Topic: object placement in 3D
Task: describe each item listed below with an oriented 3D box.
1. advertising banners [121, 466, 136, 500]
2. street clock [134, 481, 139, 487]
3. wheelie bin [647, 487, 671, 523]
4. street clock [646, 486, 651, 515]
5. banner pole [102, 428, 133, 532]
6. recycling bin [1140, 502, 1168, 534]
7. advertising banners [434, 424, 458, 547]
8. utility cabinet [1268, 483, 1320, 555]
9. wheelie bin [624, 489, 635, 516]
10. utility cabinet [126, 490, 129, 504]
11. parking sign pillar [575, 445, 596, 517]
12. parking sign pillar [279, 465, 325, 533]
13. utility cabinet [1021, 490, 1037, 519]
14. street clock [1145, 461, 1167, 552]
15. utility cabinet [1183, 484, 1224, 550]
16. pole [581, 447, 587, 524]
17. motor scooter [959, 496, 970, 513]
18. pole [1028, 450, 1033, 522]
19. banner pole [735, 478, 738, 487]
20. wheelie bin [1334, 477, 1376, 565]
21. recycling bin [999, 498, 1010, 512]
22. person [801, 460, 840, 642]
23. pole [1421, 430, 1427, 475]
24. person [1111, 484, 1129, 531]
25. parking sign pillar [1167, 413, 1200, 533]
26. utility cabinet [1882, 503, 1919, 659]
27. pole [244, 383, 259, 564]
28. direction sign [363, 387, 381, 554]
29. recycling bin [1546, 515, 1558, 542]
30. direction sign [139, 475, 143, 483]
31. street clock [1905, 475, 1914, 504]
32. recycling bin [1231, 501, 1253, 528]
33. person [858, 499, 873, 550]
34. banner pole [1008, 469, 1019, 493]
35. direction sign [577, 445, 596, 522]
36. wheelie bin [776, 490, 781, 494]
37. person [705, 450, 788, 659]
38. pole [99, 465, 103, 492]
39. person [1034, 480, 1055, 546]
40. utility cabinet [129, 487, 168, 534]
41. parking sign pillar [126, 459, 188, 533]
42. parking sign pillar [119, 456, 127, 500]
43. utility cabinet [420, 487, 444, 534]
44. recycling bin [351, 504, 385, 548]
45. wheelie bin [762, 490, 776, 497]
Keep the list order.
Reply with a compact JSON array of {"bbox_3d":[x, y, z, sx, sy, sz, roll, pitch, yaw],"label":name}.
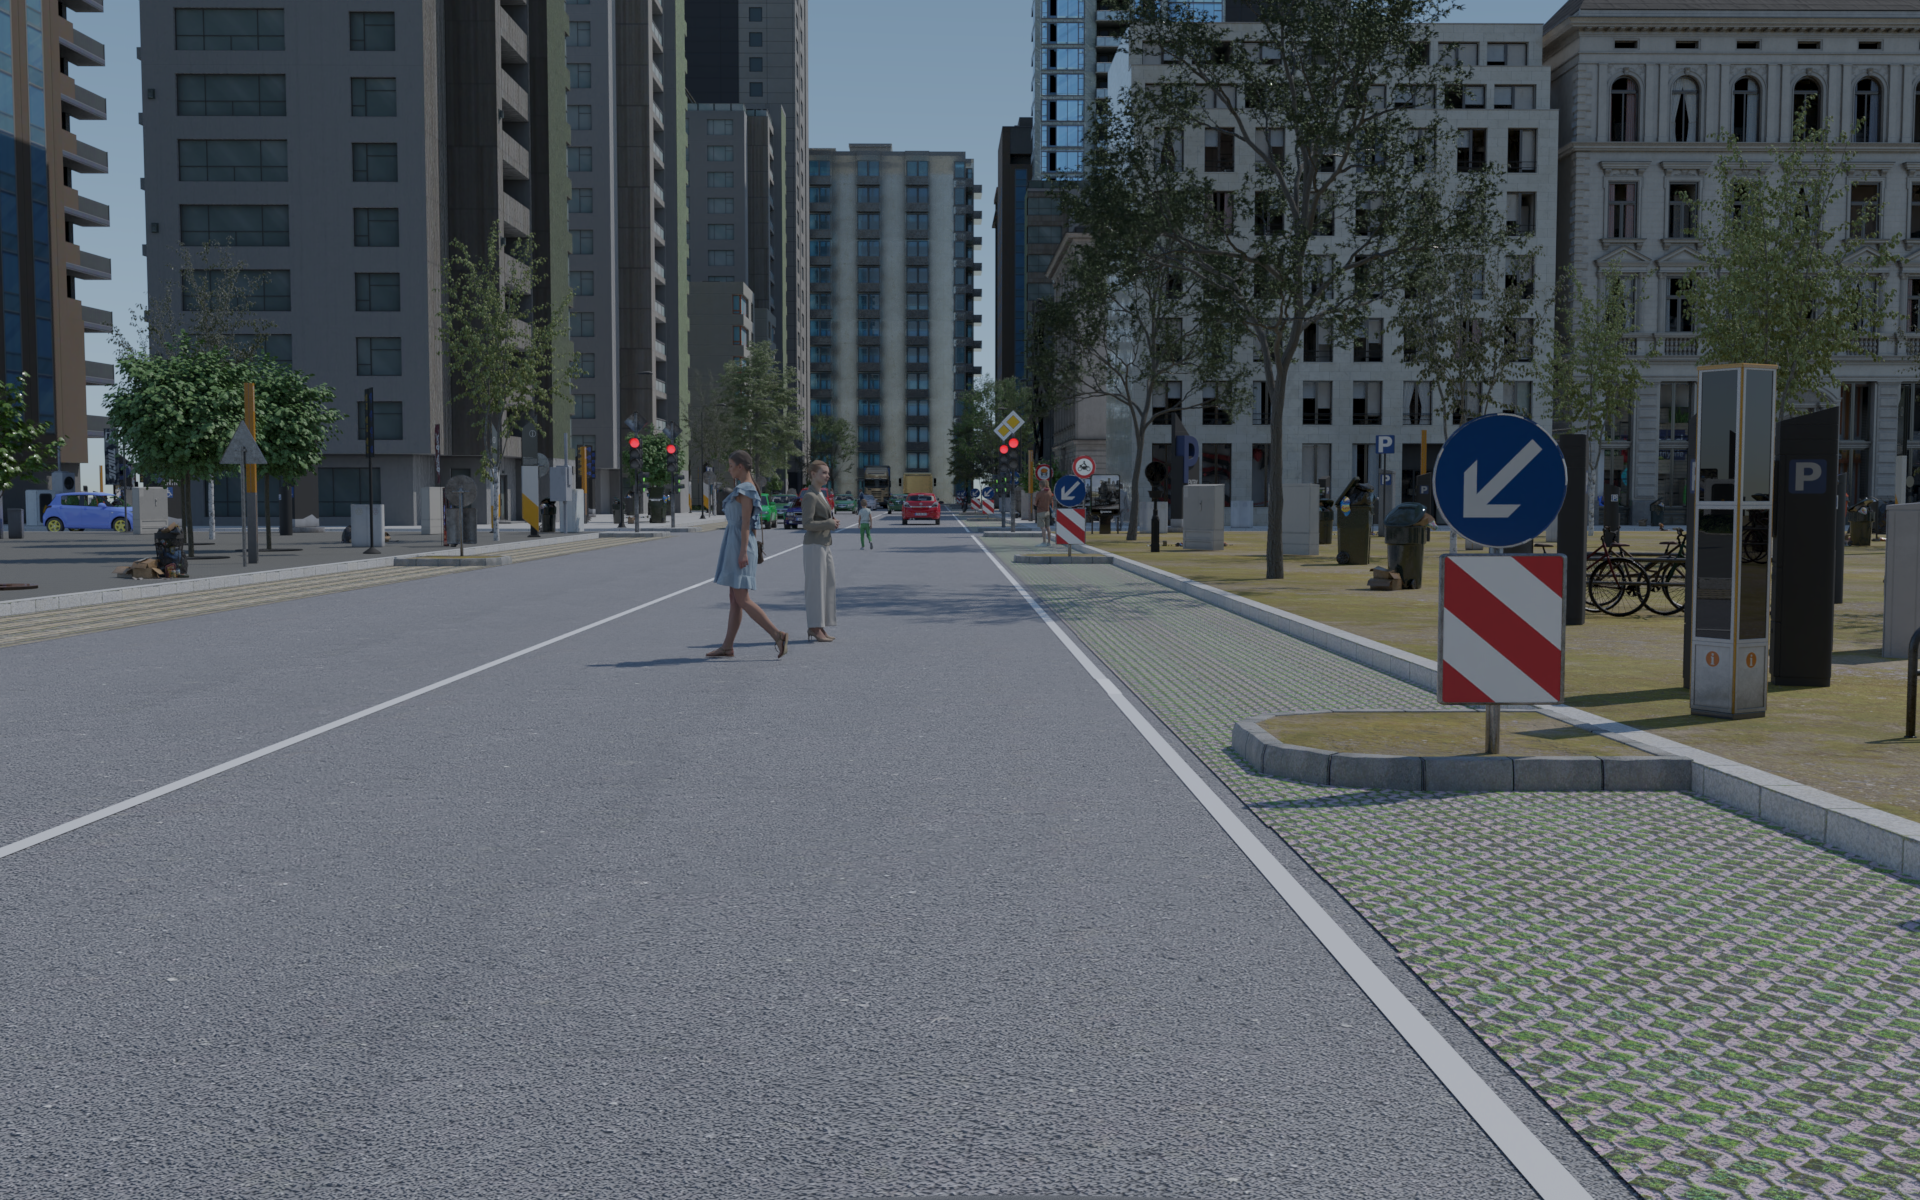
[{"bbox_3d":[-50.215,-6.620,104.431,2.074,3.025,0.090,2,4,35],"label":"advertising banners"},{"bbox_3d":[-47.148,-5.785,99.146,0.358,2.002,0.471,-2,4,-30],"label":"street clock"},{"bbox_3d":[-13.275,-4.167,76.041,0.980,1.594,0.693,1,4,11],"label":"wheelie bin"},{"bbox_3d":[-18.770,-6.117,104.582,0.358,2.002,0.471,-1,4,-10],"label":"street clock"},{"bbox_3d":[-28.243,-4.161,58.052,0.863,3.779,0.401,0,4,-7],"label":"banner pole"},{"bbox_3d":[6.304,-2.683,56.426,0.722,1.027,0.722,-1,4,-16],"label":"recycling bin"},{"bbox_3d":[-12.668,-2.841,42.641,0.090,3.025,2.074,-2,4,-29],"label":"advertising banners"},{"bbox_3d":[6.966,-1.679,36.135,0.318,1.500,1.173,-2,4,-35],"label":"utility cabinet"},{"bbox_3d":[-19.521,-5.788,102.549,0.693,1.594,0.980,-1,4,-17],"label":"wheelie bin"},{"bbox_3d":[-39.541,-4.511,82.433,0.318,1.500,1.173,-2,4,-25],"label":"utility cabinet"},{"bbox_3d":[-20.809,-6.544,95.471,1.447,3.967,1.447,1,4,9],"label":"parking sign pillar"},{"bbox_3d":[-21.948,-4.231,57.656,1.447,3.967,1.447,1,4,15],"label":"parking sign pillar"},{"bbox_3d":[3.619,-4.736,86.117,1.173,1.500,0.318,2,4,33],"label":"utility cabinet"},{"bbox_3d":[4.307,-2.054,38.161,0.471,2.002,0.358,0,4,2],"label":"street clock"},{"bbox_3d":[5.517,-1.874,39.326,0.318,1.500,1.173,-2,4,-28],"label":"utility cabinet"},{"bbox_3d":[-16.186,-4.940,74.607,0.158,3.312,0.155,0,3,0],"label":"pole"},{"bbox_3d":[0.335,-7.312,132.335,0.815,1.314,1.986,0,4,-3],"label":"motor scooter"},{"bbox_3d":[3.306,-5.327,80.944,0.158,3.312,0.155,0,3,0],"label":"pole"},{"bbox_3d":[-14.008,-7.247,108.506,0.401,3.779,0.863,0,4,5],"label":"banner pole"},{"bbox_3d":[7.222,-1.450,31.624,0.693,1.594,0.980,1,4,19],"label":"wheelie bin"},{"bbox_3d":[3.198,-6.748,122.890,0.722,1.027,0.722,-1,4,-12],"label":"recycling bin"},{"bbox_3d":[-1.341,-0.474,16.794,0.362,1.759,0.519,1,4,9],"label":"person"},{"bbox_3d":[14.746,-3.749,55.136,0.158,3.312,0.155,0,3,0],"label":"pole"},{"bbox_3d":[5.887,-3.386,63.983,0.709,1.813,0.853,0,4,-7],"label":"person"},{"bbox_3d":[7.525,-4.242,57.822,1.447,3.967,1.447,2,4,34],"label":"parking sign pillar"},{"bbox_3d":[7.607,-0.169,13.933,0.306,1.237,1.020,2,4,30],"label":"utility cabinet"},{"bbox_3d":[-13.057,-2.328,31.908,0.158,3.312,0.155,0,3,0],"label":"pole"},{"bbox_3d":[-12.646,-2.761,37.146,0.379,3.537,0.876,-2,4,-28],"label":"direction sign"},{"bbox_3d":[16.172,-2.066,46.336,0.722,1.027,0.722,0,4,-8],"label":"recycling bin"},{"bbox_3d":[-55.989,-7.769,119.018,0.876,3.537,0.379,1,4,15],"label":"direction sign"},{"bbox_3d":[36.686,-3.824,67.095,0.471,2.002,0.358,-1,4,-22],"label":"street clock"},{"bbox_3d":[10.687,-3.247,65.641,0.722,1.027,0.722,1,4,21],"label":"recycling bin"},{"bbox_3d":[-2.422,-1.941,44.484,0.306,1.304,0.590,-2,4,-29],"label":"person"},{"bbox_3d":[2.898,-6.762,100.575,0.401,3.779,0.863,2,4,25],"label":"banner pole"},{"bbox_3d":[-17.241,-5.355,79.547,0.379,3.537,0.876,2,4,32],"label":"direction sign"},{"bbox_3d":[-14.248,-7.752,134.650,0.980,1.594,0.693,0,4,-5],"label":"wheelie bin"},{"bbox_3d":[-1.845,-0.397,15.084,0.778,1.811,0.616,1,4,15],"label":"person"},{"bbox_3d":[-60.855,-7.886,122.772,0.158,3.312,0.155,0,3,0],"label":"pole"},{"bbox_3d":[2.304,-2.369,47.213,0.573,1.828,0.580,0,4,1],"label":"person"},{"bbox_3d":[-25.762,-2.841,55.121,0.318,1.500,1.173,1,4,19],"label":"utility cabinet"},{"bbox_3d":[-26.398,-4.215,57.389,1.447,3.967,1.447,2,4,23],"label":"parking sign pillar"},{"bbox_3d":[-53.666,-7.515,111.345,1.447,3.967,1.447,1,4,10],"label":"parking sign pillar"},{"bbox_3d":[-16.731,-2.830,54.950,0.318,1.500,1.173,0,4,6],"label":"utility cabinet"},{"bbox_3d":[-14.327,-1.796,41.911,0.722,1.027,0.722,-1,4,-15],"label":"recycling bin"},{"bbox_3d":[-13.912,-7.111,124.174,0.693,1.594,0.980,1,4,21],"label":"wheelie bin"}]
